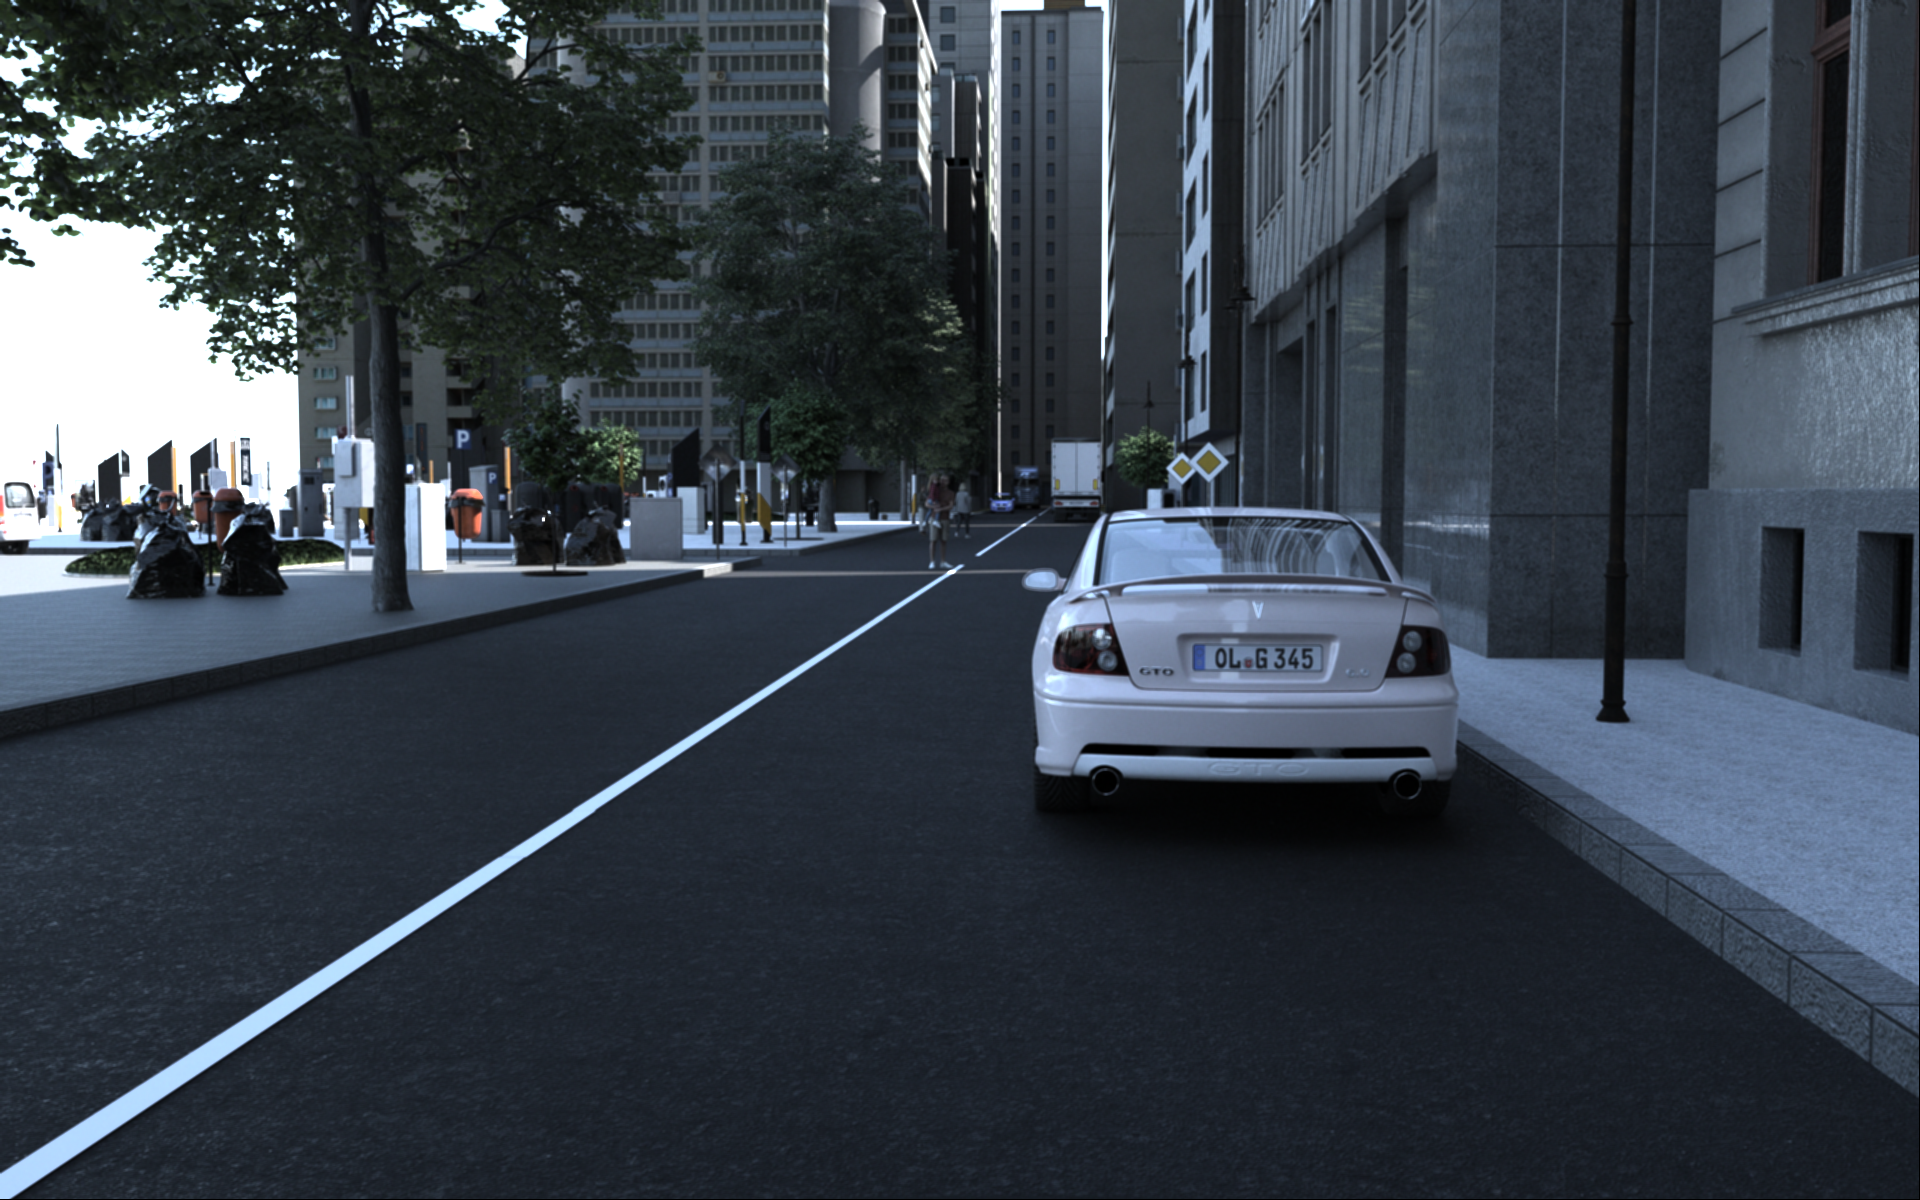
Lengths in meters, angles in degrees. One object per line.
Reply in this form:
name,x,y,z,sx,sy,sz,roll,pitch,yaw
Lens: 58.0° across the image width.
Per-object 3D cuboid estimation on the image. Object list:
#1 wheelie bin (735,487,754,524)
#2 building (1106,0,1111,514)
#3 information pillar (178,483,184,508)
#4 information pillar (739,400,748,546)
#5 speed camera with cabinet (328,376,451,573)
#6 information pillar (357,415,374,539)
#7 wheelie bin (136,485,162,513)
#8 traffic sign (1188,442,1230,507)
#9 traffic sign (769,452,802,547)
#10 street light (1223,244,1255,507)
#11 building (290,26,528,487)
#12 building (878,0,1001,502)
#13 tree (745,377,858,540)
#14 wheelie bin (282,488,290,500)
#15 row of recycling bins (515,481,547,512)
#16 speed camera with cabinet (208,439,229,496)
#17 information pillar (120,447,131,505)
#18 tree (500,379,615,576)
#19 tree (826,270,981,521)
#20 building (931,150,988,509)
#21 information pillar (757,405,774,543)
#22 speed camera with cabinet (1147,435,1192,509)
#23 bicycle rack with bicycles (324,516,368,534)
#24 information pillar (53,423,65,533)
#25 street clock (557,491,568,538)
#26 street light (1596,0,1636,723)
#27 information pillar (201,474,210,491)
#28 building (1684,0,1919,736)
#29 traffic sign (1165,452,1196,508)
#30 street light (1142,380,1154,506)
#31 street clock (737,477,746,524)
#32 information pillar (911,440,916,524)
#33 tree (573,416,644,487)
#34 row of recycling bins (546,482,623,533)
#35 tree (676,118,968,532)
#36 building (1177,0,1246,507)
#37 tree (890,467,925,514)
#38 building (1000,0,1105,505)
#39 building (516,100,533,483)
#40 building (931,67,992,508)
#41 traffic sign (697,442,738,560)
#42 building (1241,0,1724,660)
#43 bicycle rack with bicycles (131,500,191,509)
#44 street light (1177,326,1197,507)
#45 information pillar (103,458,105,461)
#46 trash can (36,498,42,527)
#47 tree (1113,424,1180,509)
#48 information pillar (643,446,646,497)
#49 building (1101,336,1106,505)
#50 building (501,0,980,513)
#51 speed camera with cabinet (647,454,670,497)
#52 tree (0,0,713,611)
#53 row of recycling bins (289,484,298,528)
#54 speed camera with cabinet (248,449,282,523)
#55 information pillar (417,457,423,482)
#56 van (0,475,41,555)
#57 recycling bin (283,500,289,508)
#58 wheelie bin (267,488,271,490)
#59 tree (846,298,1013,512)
wheelie bin,-9.372,-4.132,75.465,0.693,1.594,0.980,-2,4,-30
building,19.460,-29.161,100.490,21.300,48.544,21.600,0,4,4
information pillar,-53.663,-7.025,119.342,0.304,2.012,0.304,-1,4,-12
information pillar,-5.399,-3.163,43.063,0.183,3.616,0.504,0,4,-3
speed camera with cabinet,-9.515,-2.112,28.870,2.038,3.252,0.660,2,4,30
information pillar,-17.093,-3.585,49.971,0.504,3.616,0.183,0,4,-5
wheelie bin,-26.781,-3.019,57.264,0.693,1.594,0.980,-3,5,-40
traffic sign,4.749,-1.803,33.125,0.795,2.450,0.064,0,4,4
traffic sign,-4.210,-2.329,41.723,0.795,2.450,0.064,0,4,4
street light,5.173,-3.638,32.261,0.468,5.910,1.993,0,4,4
building,-56.325,-34.341,185.180,21.600,48.544,21.300,0,4,4
building,-6.387,-45.505,182.251,20.611,71.187,20.563,0,4,4
tree,-4.489,-3.976,48.716,4.285,4.588,4.351,0,3,0
wheelie bin,-36.318,-5.274,94.138,0.980,1.594,0.693,-2,4,-26
row of recycling bins,-16.003,-3.683,67.329,1.069,1.692,3.534,-3,4,-38
speed camera with cabinet,-26.319,-4.117,61.651,0.660,3.252,2.038,-2,4,-27
information pillar,-41.895,-5.849,86.985,0.183,3.616,0.504,2,4,31
tree,-6.297,-2.006,27.397,1.663,3.219,1.824,0,3,0
tree,-3.049,-10.058,82.582,7.486,12.596,7.792,0,3,0
building,-4.983,-23.058,148.703,14.160,30.474,14.107,0,4,4
information pillar,-5.128,-3.306,45.407,0.183,3.616,0.504,2,4,32
speed camera with cabinet,6.964,-3.858,57.407,0.660,3.252,2.038,3,4,36
bicycle rack with bicycles,-20.089,-2.606,55.991,2.852,0.926,2.925,0,4,-8
information pillar,-29.781,-4.025,57.161,0.183,3.616,0.504,-3,5,-41
street clock,-11.501,-2.780,50.018,0.358,2.002,0.471,1,4,10
street light,3.693,-2.253,9.620,0.468,5.910,1.993,0,4,4
information pillar,-27.665,-3.616,63.615,0.304,2.012,0.304,-2,4,-35
building,10.790,-13.024,0.334,14.401,28.519,23.554,0,4,4
traffic sign,5.264,-2.291,41.093,0.795,2.450,0.064,0,4,4
street light,7.649,-5.969,70.376,0.468,5.910,1.993,0,4,4
street clock,-9.346,-4.252,74.089,0.358,2.002,0.471,-1,4,-23
information pillar,-1.983,-5.089,74.564,0.183,3.616,0.504,-1,4,-11
tree,-14.848,-5.468,73.115,4.285,4.588,4.351,0,3,0
row of recycling bins,-13.352,-3.384,62.440,1.069,1.692,3.534,1,4,20
tree,-4.573,-9.244,57.799,9.857,13.997,8.962,0,3,0
building,13.305,-16.773,45.943,14.107,30.474,14.160,0,4,4
tree,-3.201,-9.823,110.970,4.360,8.622,3.978,0,3,0
building,3.054,-40.838,209.700,28.212,58.520,21.231,0,4,4
building,-31.187,-32.317,183.008,28.867,44.769,22.147,0,4,4
building,-4.368,-29.297,162.597,14.154,41.232,14.086,0,4,4
traffic sign,-4.724,-1.842,33.754,0.795,2.450,0.064,0,4,4
building,10.748,-12.492,22.274,12.078,24.808,19.932,0,4,4
bicycle rack with bicycles,-47.563,-5.407,101.786,2.925,0.926,2.852,1,4,15
street light,6.243,-4.587,47.789,0.468,5.910,1.993,0,4,4
information pillar,-55.223,-7.380,112.014,0.504,3.616,0.183,3,5,41
trash can,-34.713,-3.248,64.756,0.748,1.137,0.748,0,3,0
tree,8.807,-5.953,81.039,4.285,4.588,4.351,0,3,0
information pillar,-15.225,-5.645,83.650,0.183,3.616,0.504,0,4,-4
building,32.079,-22.448,212.057,28.899,21.520,27.650,0,4,4
building,-14.918,-26.787,129.854,32.217,40.220,23.993,0,4,4
speed camera with cabinet,-14.884,-5.615,86.149,0.660,3.252,2.038,-3,4,-37
tree,-6.744,-6.160,18.835,7.486,12.596,7.792,0,3,0
row of recycling bins,-25.595,-3.701,67.625,1.069,1.692,3.534,-1,4,-18
speed camera with cabinet,-30.479,-4.990,75.921,0.660,3.252,2.038,0,4,5
information pillar,-34.042,-7.206,109.179,0.504,3.616,0.183,3,5,40
van,-23.135,-1.966,39.161,4.112,2.044,2.013,0,4,2
recycling bin,-30.345,-4.056,78.866,0.722,1.027,0.722,0,4,-6
wheelie bin,-34.670,-4.818,86.683,0.693,1.594,0.980,1,4,12
tree,-1.761,-11.192,99.992,9.611,12.733,9.660,0,3,0
